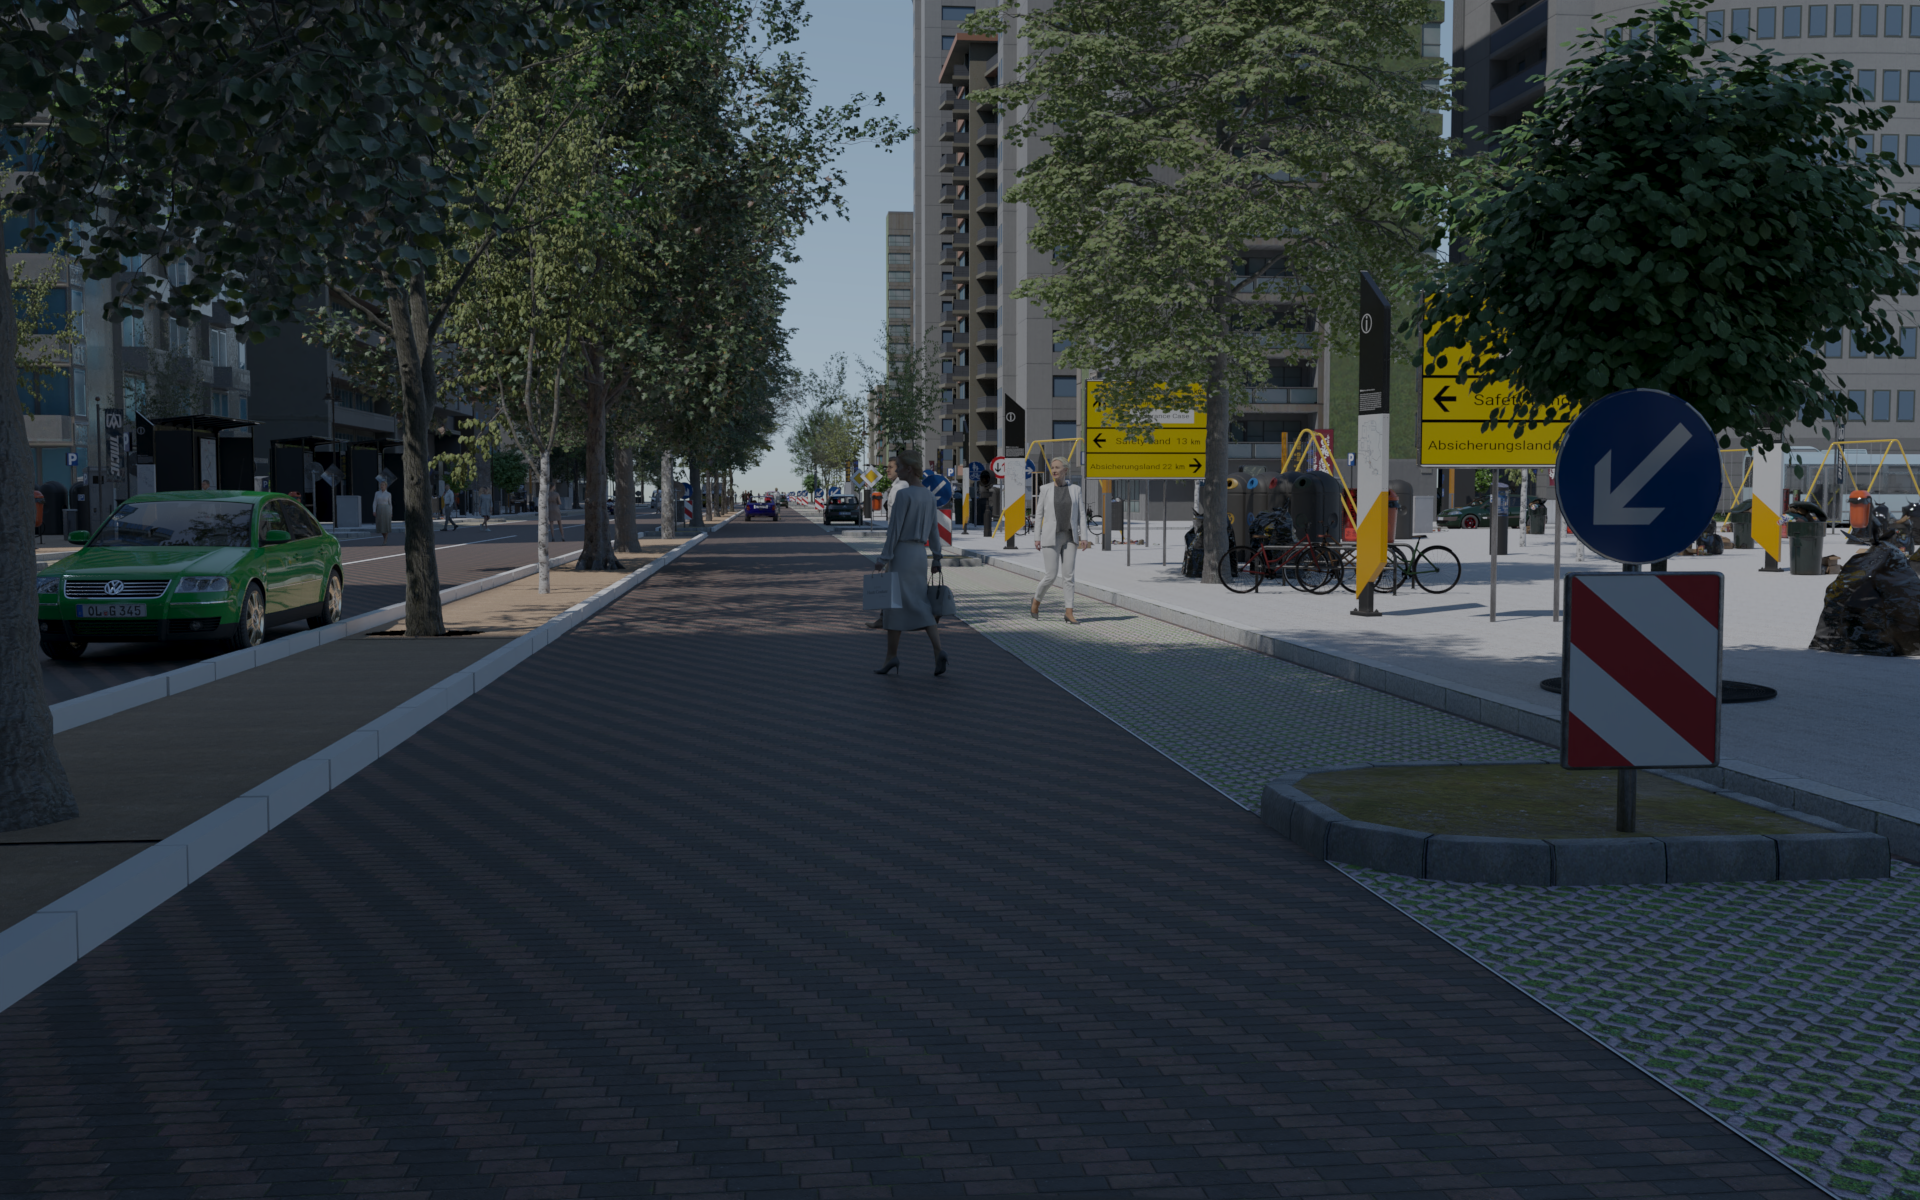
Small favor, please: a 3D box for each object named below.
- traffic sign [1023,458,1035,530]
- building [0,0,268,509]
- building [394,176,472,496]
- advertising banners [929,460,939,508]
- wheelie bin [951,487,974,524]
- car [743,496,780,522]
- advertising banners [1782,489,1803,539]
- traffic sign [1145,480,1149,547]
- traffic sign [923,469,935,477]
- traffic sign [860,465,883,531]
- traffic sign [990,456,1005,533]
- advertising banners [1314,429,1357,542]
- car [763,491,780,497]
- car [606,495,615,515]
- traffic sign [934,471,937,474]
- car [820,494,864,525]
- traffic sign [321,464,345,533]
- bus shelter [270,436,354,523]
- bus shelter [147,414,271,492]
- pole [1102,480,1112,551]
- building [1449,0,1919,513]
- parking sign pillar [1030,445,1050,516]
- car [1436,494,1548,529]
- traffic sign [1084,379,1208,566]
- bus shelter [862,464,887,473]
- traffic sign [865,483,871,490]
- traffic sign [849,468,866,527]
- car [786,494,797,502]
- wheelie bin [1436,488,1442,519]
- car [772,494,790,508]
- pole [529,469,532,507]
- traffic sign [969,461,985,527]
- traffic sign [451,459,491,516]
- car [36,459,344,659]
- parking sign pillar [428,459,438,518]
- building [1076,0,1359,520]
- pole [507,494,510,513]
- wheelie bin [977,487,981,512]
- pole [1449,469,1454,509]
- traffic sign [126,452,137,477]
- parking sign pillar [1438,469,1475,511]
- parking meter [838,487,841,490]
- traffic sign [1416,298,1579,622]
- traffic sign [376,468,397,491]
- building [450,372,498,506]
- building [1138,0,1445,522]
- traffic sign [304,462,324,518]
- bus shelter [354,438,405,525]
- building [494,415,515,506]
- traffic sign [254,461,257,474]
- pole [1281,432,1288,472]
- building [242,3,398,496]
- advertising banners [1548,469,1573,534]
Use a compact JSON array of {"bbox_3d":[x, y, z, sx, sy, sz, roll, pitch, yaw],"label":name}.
[{"bbox_3d":[2.265,-3.724,60.991,0.768,2.556,0.104,0,4,-2],"label":"traffic sign"},{"bbox_3d":[-49.977,-28.579,86.872,23.786,49.044,30.456,0,4,-6],"label":"building"},{"bbox_3d":[-58.160,-34.314,150.270,28.713,52.752,27.495,0,4,-6],"label":"building"},{"bbox_3d":[-1.064,-5.788,90.824,0.090,3.025,2.074,2,4,33],"label":"advertising banners"},{"bbox_3d":[0.068,-3.990,73.140,0.693,1.594,0.980,1,4,12],"label":"wheelie bin"},{"bbox_3d":[-10.496,-4.835,91.630,1.945,1.354,3.894,0,4,-5],"label":"car"},{"bbox_3d":[23.850,-3.291,49.991,0.090,3.025,2.074,0,4,3],"label":"advertising banners"},{"bbox_3d":[4.526,-2.553,41.844,0.768,2.556,0.104,0,4,3],"label":"traffic sign"},{"bbox_3d":[-1.644,-5.451,89.232,0.768,2.556,0.104,0,4,1],"label":"traffic sign"},{"bbox_3d":[-3.037,-3.407,59.344,0.795,2.450,0.064,0,4,-6],"label":"traffic sign"},{"bbox_3d":[1.372,-3.524,57.726,0.768,2.556,0.104,0,4,-3],"label":"traffic sign"},{"bbox_3d":[10.479,-3.058,46.194,2.074,3.025,0.090,1,4,17],"label":"advertising banners"},{"bbox_3d":[-22.063,-11.962,204.253,2.281,1.827,5.304,0,4,-8],"label":"car"},{"bbox_3d":[-24.782,-6.606,120.596,1.945,1.354,3.894,0,4,-5],"label":"car"},{"bbox_3d":[-1.489,-5.829,95.411,0.768,2.556,0.104,0,4,3],"label":"traffic sign"},{"bbox_3d":[-5.418,-4.295,80.004,2.009,1.686,4.222,0,4,-7],"label":"car"},{"bbox_3d":[-20.778,-3.290,57.431,0.795,2.450,0.064,0,4,-6],"label":"traffic sign"},{"bbox_3d":[-27.257,-4.983,72.762,1.731,3.624,6.357,0,4,-6],"label":"bus shelter"},{"bbox_3d":[-23.291,-3.820,53.736,1.731,3.624,6.357,0,4,-6],"label":"bus shelter"},{"bbox_3d":[3.308,-2.762,39.000,0.158,3.312,0.155,0,3,0],"label":"pole"},{"bbox_3d":[42.948,-33.606,91.462,28.212,58.520,21.231,0,4,-6],"label":"building"},{"bbox_3d":[4.598,-6.533,95.284,1.447,3.967,1.447,0,4,-6],"label":"parking sign pillar"},{"bbox_3d":[20.641,-3.509,67.153,4.222,1.686,2.009,0,4,-6],"label":"car"},{"bbox_3d":[3.317,-2.251,30.670,2.265,3.308,0.079,0,4,-4],"label":"traffic sign"},{"bbox_3d":[-6.694,-8.913,137.012,1.731,3.624,6.357,0,4,-6],"label":"bus shelter"},{"bbox_3d":[-5.292,-6.231,101.976,0.768,2.556,0.104,0,4,-3],"label":"traffic sign"},{"bbox_3d":[-3.906,-3.892,67.282,0.795,2.450,0.064,0,4,-6],"label":"traffic sign"},{"bbox_3d":[-27.652,-16.724,283.034,1.945,1.707,3.694,0,4,-8],"label":"car"},{"bbox_3d":[23.719,-4.762,85.774,0.980,1.594,0.693,-3,5,-45],"label":"wheelie bin"},{"bbox_3d":[-18.074,-10.017,173.561,2.009,1.686,4.222,0,4,-5],"label":"car"},{"bbox_3d":[-34.479,-8.879,139.008,0.158,3.312,0.155,0,3,0],"label":"pole"},{"bbox_3d":[0.605,-4.119,67.450,0.768,2.556,0.104,0,4,3],"label":"traffic sign"},{"bbox_3d":[-28.519,-6.550,100.971,2.265,3.308,0.079,0,4,-4],"label":"traffic sign"},{"bbox_3d":[-7.219,-0.473,16.525,1.959,1.807,4.718,0,4,-6],"label":"car"},{"bbox_3d":[-29.139,-6.465,94.181,1.447,3.967,1.447,1,4,15],"label":"parking sign pillar"},{"bbox_3d":[13.766,-25.524,100.904,14.154,41.232,14.086,0,4,-6],"label":"building"},{"bbox_3d":[-30.120,-7.439,115.469,0.158,3.312,0.155,0,3,0],"label":"pole"},{"bbox_3d":[0.521,-4.171,76.106,0.980,1.594,0.693,3,5,39],"label":"wheelie bin"},{"bbox_3d":[20.646,-4.824,72.717,0.158,3.312,0.155,0,3,0],"label":"pole"},{"bbox_3d":[-24.526,-3.159,51.754,0.768,2.556,0.104,0,4,-1],"label":"traffic sign"},{"bbox_3d":[21.354,-5.242,74.173,1.447,3.967,1.447,0,4,4],"label":"parking sign pillar"},{"bbox_3d":[-9.675,-8.160,139.133,0.255,1.863,0.399,0,4,-8],"label":"parking meter"},{"bbox_3d":[5.665,-1.431,17.272,2.265,3.308,0.079,0,4,-2],"label":"traffic sign"},{"bbox_3d":[-21.647,-3.775,65.369,0.795,2.450,0.064,0,4,-6],"label":"traffic sign"},{"bbox_3d":[-54.326,-31.911,171.847,14.600,45.320,14.200,0,4,-6],"label":"building"},{"bbox_3d":[14.405,-24.543,84.869,14.086,41.232,14.154,0,4,-6],"label":"building"},{"bbox_3d":[-25.703,-4.209,68.921,0.768,2.556,0.104,0,4,-1],"label":"traffic sign"},{"bbox_3d":[-25.302,-5.174,75.877,1.731,3.624,6.357,0,4,-6],"label":"bus shelter"},{"bbox_3d":[-59.238,-45.856,187.998,20.563,71.187,20.611,0,4,-6],"label":"building"},{"bbox_3d":[-23.621,-3.494,57.240,0.768,2.556,0.104,0,4,2],"label":"traffic sign"},{"bbox_3d":[10.719,-3.879,57.266,0.158,3.312,0.155,0,3,0],"label":"pole"},{"bbox_3d":[-52.796,-30.400,120.747,21.300,48.544,21.600,0,4,-6],"label":"building"},{"bbox_3d":[19.616,-3.618,55.341,0.090,3.025,2.074,-3,4,-36],"label":"advertising banners"}]
